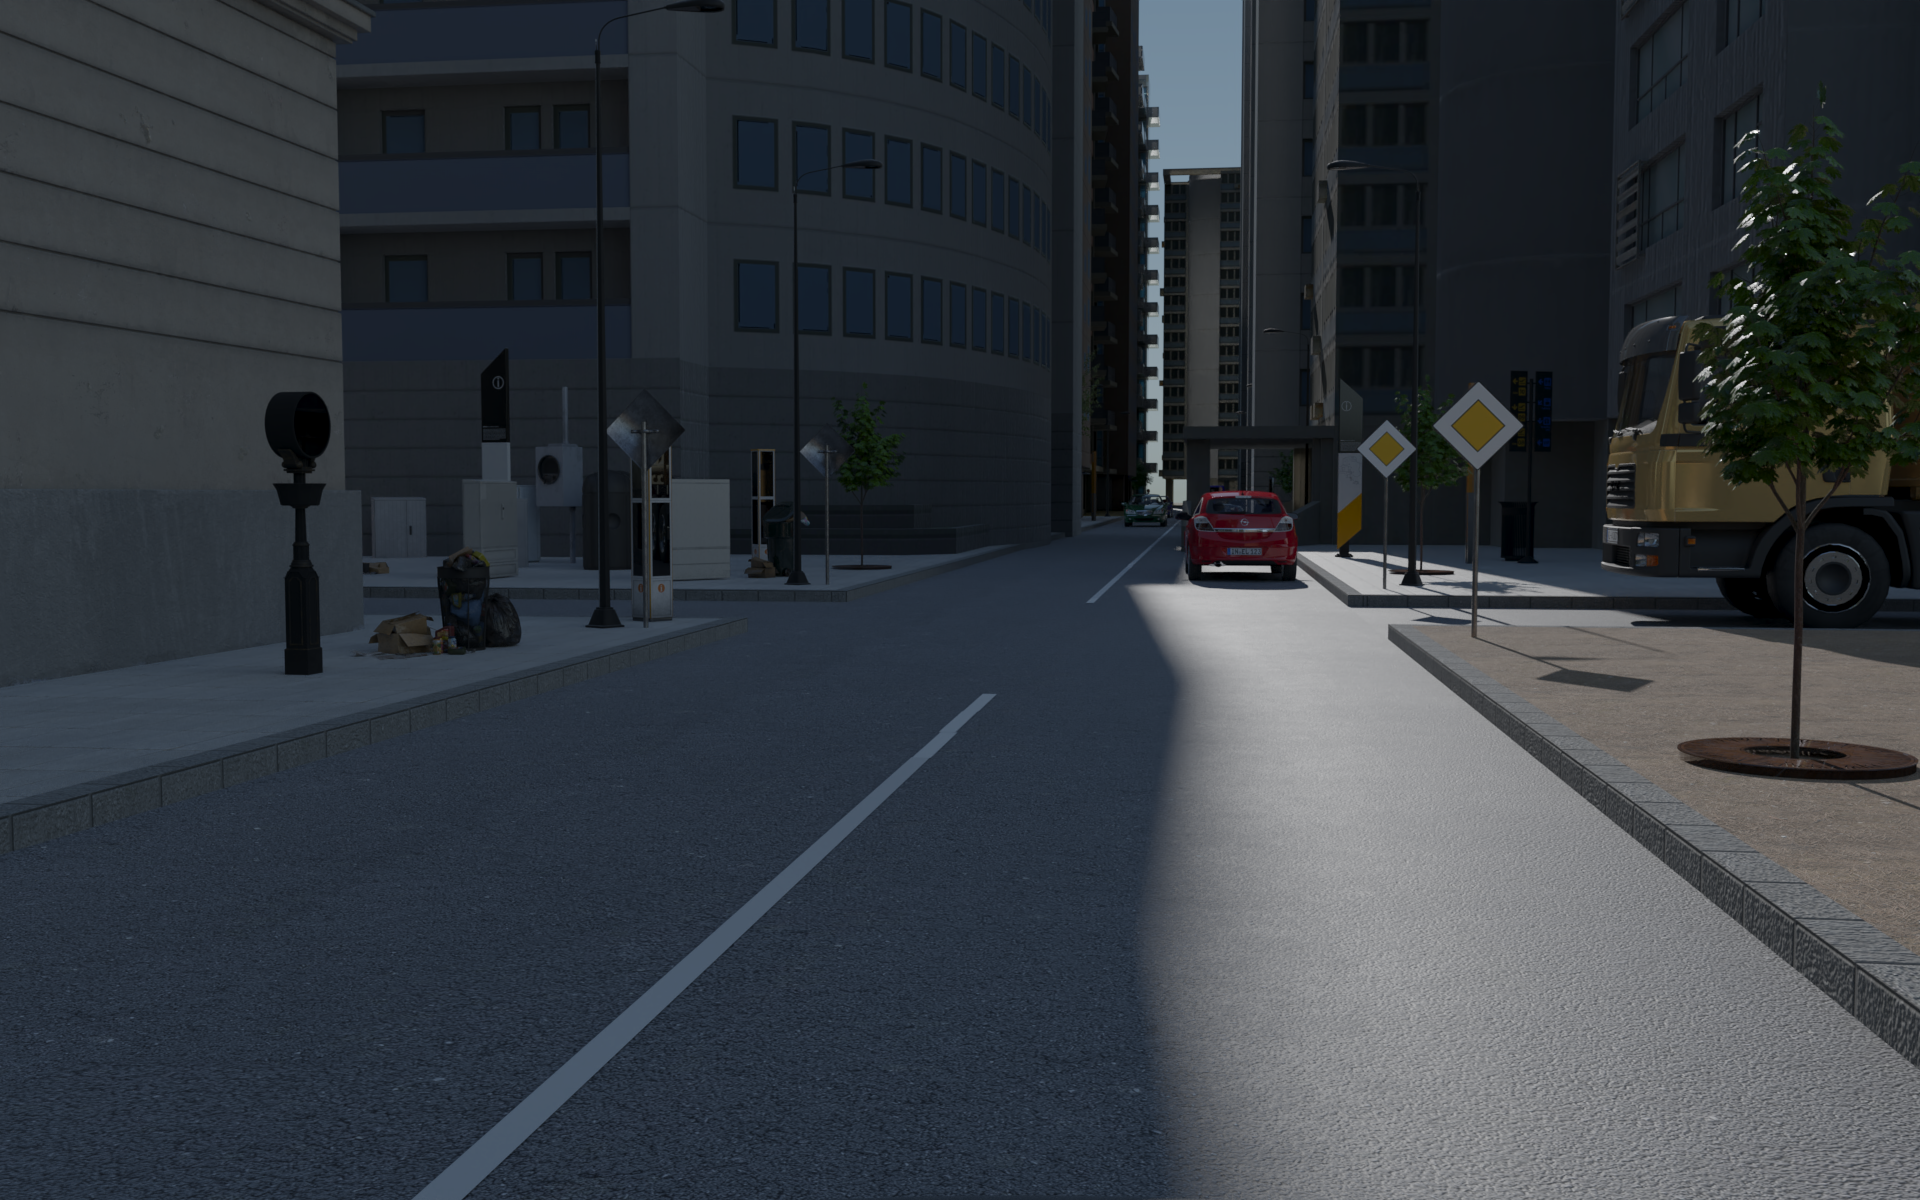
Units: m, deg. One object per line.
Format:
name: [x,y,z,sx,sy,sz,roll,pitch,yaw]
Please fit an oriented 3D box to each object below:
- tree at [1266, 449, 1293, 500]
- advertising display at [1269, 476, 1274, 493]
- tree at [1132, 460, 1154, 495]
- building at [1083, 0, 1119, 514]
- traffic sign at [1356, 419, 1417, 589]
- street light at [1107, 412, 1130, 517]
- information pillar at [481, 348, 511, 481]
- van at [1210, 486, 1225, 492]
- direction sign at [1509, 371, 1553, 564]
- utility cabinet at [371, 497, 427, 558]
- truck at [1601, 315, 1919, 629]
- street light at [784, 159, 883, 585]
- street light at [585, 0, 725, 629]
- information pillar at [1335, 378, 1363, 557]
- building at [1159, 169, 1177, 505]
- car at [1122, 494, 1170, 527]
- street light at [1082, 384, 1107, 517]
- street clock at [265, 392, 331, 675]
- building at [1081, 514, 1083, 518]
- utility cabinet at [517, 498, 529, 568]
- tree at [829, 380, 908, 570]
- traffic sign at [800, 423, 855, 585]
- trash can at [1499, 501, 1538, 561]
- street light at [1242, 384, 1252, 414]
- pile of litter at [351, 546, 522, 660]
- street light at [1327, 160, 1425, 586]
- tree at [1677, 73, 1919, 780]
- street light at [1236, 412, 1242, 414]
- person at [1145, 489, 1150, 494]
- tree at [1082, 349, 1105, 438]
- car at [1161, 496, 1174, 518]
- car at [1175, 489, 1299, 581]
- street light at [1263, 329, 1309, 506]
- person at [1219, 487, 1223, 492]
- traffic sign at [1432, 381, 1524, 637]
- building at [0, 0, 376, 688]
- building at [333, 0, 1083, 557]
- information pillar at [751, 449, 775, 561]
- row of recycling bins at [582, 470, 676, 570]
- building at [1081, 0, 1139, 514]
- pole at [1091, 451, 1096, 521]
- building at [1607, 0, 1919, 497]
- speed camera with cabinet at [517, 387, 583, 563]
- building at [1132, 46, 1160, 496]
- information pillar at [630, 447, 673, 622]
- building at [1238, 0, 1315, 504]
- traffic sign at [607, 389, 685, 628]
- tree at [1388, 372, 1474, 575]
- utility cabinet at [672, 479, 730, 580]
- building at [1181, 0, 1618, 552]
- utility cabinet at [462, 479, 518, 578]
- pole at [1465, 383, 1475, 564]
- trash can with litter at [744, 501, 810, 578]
tree: [12.709,-4.359,65.870,1.663,3.219,1.824,0,3,0]
advertising display: [11.429,-3.568,63.558,0.123,1.923,0.974,1,4,15]
tree: [14.810,-10.068,148.327,4.285,4.588,4.351,0,3,0]
building: [-1.047,-28.110,114.226,22.147,44.769,28.867,1,4,8]
traffic sign: [5.738,-1.206,23.356,0.795,2.450,0.064,1,4,8]
street light: [8.911,-7.675,98.030,1.470,5.913,1.316,1,4,8]
information pillar: [-7.459,-2.235,27.900,0.504,3.616,0.183,1,4,17]
van: [18.487,-7.517,127.294,2.240,2.365,5.245,0,4,6]
direction sign: [10.518,-2.445,31.970,0.876,3.537,0.379,-1,4,-16]
utility cabinet: [-11.293,-1.451,34.880,1.020,1.237,0.306,-2,4,-31]
truck: [11.320,-1.392,18.685,9.791,3.379,3.469,1,4,10]
street light: [-1.767,-3.164,24.268,1.470,5.913,1.316,1,4,8]
street light: [-2.888,-2.684,16.429,1.470,5.913,1.316,1,4,8]
information pillar: [7.896,-2.677,35.125,0.504,3.616,0.183,0,4,-1]
building: [34.651,-30.755,194.727,23.993,40.220,32.217,1,4,8]
car: [8.300,-4.001,77.216,2.131,1.459,4.920,0,4,8]
street light: [5.361,-6.177,73.537,1.470,5.913,1.316,1,4,8]
street clock: [-4.683,-0.473,12.303,0.358,2.002,0.471,1,4,12]
building: [-0.744,-26.732,87.176,14.600,45.320,14.200,1,4,8]
utility cabinet: [-7.949,-1.191,30.629,0.306,1.237,1.020,-2,4,-35]
tree: [-1.623,-2.137,29.534,1.663,3.219,1.824,0,3,0]
traffic sign: [-1.876,-1.274,24.467,0.795,2.450,0.064,1,4,8]
trash can: [10.670,-1.314,33.135,0.748,1.137,0.748,0,3,0]
street light: [12.786,-6.158,73.226,1.470,5.913,1.316,1,4,8]
pile of litter: [-4.323,-0.019,14.277,1.176,0.858,1.719,2,4,34]
street light: [5.809,-3.161,24.223,1.470,5.913,1.316,1,4,8]
tree: [3.898,-0.824,8.071,1.663,3.219,1.824,0,3,0]
street light: [16.252,-7.657,97.730,1.470,5.913,1.316,1,4,8]
person: [10.964,-5.554,100.094,0.721,1.735,1.217,0,4,-1]
tree: [3.615,-7.307,69.838,4.737,8.622,4.395,0,3,0]
car: [11.900,-5.605,104.215,1.945,1.354,3.894,1,4,10]
car: [4.829,-1.288,30.091,2.155,1.783,4.494,0,4,6]
street light: [9.220,-4.660,48.736,1.470,5.913,1.316,1,4,8]
person: [13.710,-5.067,91.446,0.694,1.812,0.767,2,4,26]
traffic sign: [4.602,-0.722,15.452,0.795,2.450,0.064,1,4,8]
building: [-17.536,-13.674,10.965,23.554,28.519,14.401,1,4,8]
building: [-8.055,-30.920,47.533,21.231,58.520,28.212,1,4,8]
information pillar: [-3.232,-1.466,28.458,0.304,2.012,0.304,-2,4,-31]
row of recycling bins: [-5.862,-1.450,30.819,1.069,1.692,3.534,0,4,8]
building: [6.615,-29.646,134.826,14.600,45.320,14.200,1,4,8]
pole: [6.407,-5.447,82.901,0.158,3.312,0.155,0,3,0]
building: [19.295,-21.018,27.231,14.086,41.232,14.154,1,4,8]
speed camera with cabinet: [-7.982,-2.318,32.230,2.038,3.252,0.660,2,4,29]
building: [7.038,-35.164,194.546,30.456,49.044,23.786,1,4,8]
information pillar: [-3.116,-0.795,17.488,0.304,2.012,0.304,3,5,40]
building: [36.001,-37.594,156.661,21.231,58.520,28.212,1,4,8]
traffic sign: [-3.011,-0.790,16.562,0.795,2.450,0.064,1,4,8]
tree: [7.404,-2.020,27.625,1.663,3.219,1.824,0,3,0]
utility cabinet: [-4.000,-1.044,25.755,1.173,1.500,0.318,-3,5,-41]
building: [22.409,-21.674,46.251,32.217,40.220,23.993,1,4,8]
utility cabinet: [-7.120,-1.079,26.327,0.318,1.500,1.173,1,4,12]
pole: [9.404,-2.322,31.802,0.158,3.312,0.155,0,3,0]
trash can with litter: [-2.839,-0.939,26.747,0.624,1.170,1.055,2,4,28]
